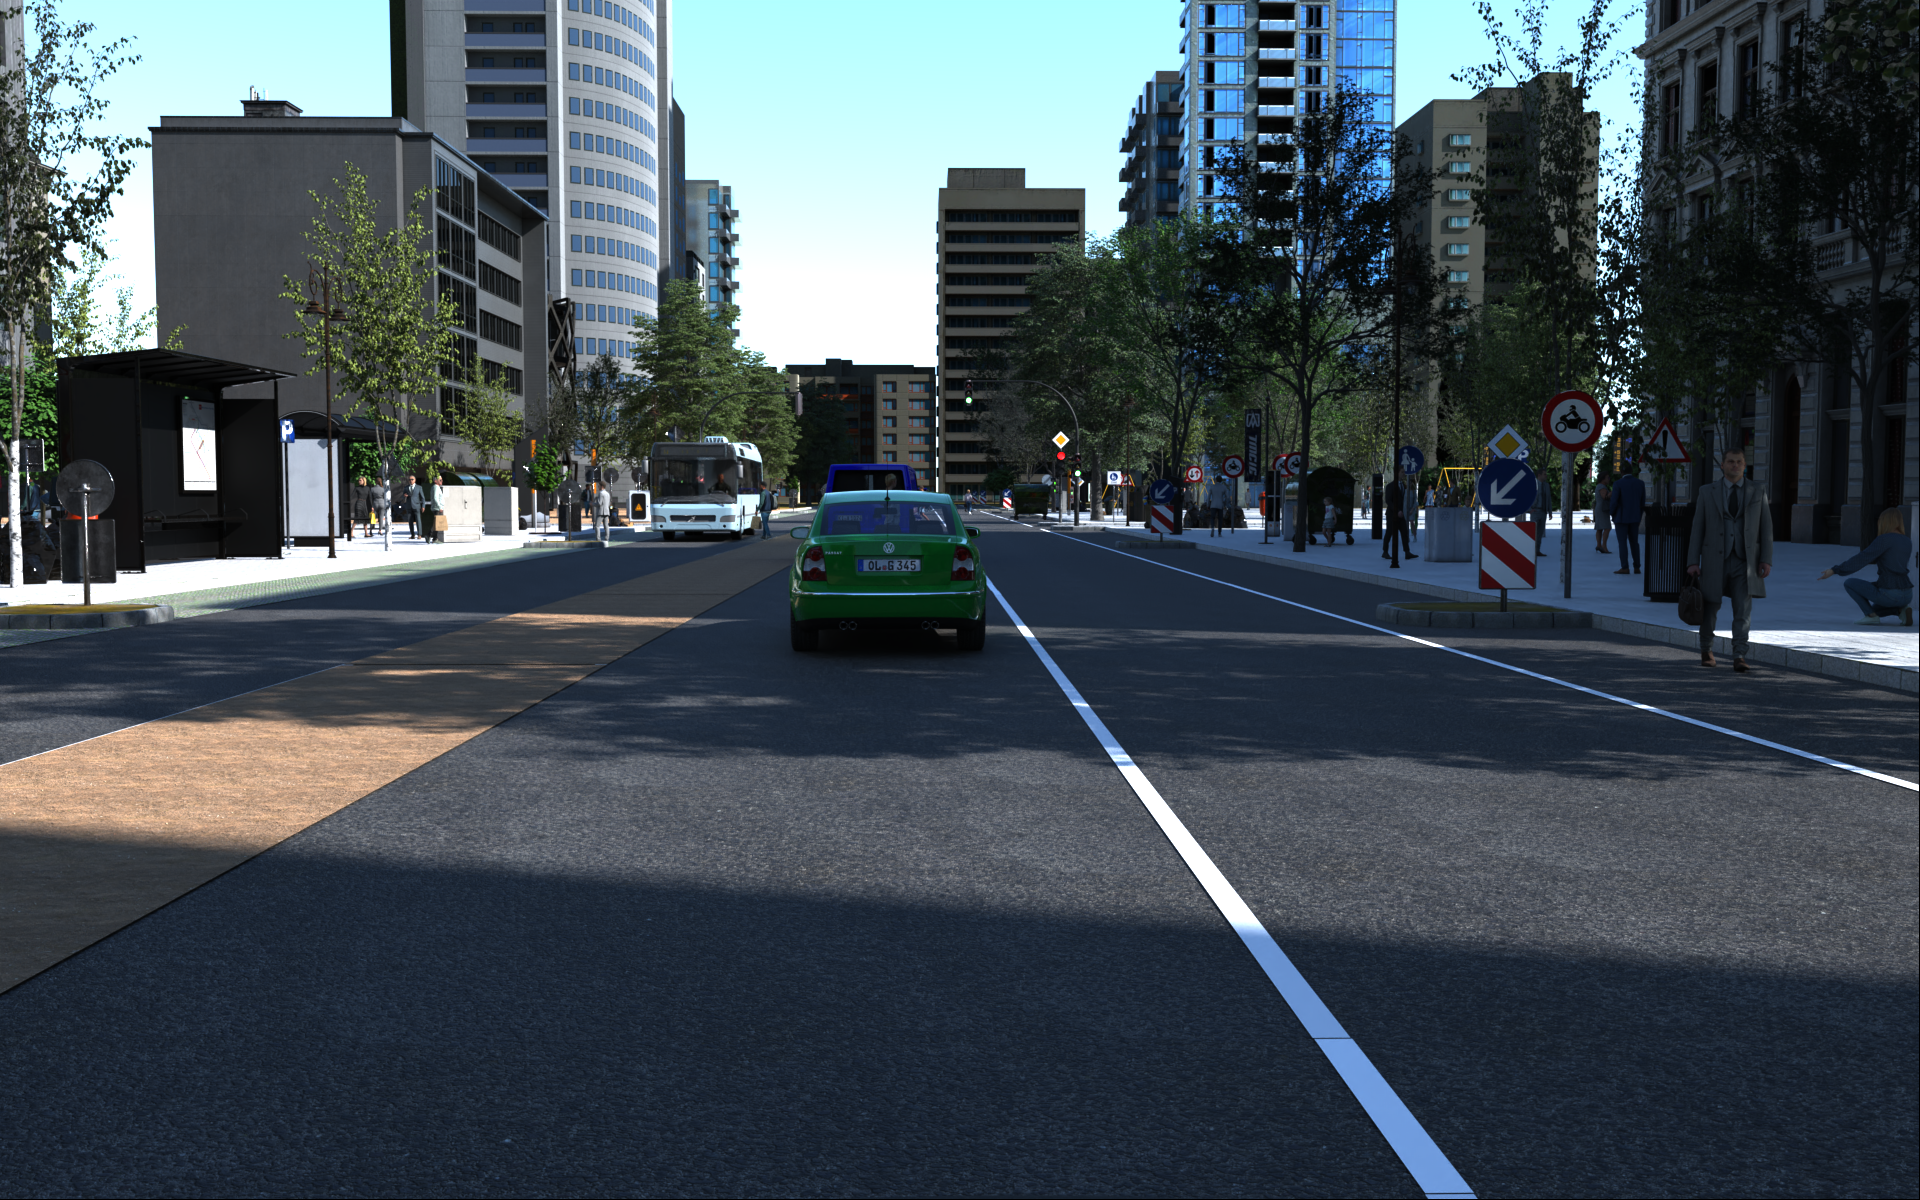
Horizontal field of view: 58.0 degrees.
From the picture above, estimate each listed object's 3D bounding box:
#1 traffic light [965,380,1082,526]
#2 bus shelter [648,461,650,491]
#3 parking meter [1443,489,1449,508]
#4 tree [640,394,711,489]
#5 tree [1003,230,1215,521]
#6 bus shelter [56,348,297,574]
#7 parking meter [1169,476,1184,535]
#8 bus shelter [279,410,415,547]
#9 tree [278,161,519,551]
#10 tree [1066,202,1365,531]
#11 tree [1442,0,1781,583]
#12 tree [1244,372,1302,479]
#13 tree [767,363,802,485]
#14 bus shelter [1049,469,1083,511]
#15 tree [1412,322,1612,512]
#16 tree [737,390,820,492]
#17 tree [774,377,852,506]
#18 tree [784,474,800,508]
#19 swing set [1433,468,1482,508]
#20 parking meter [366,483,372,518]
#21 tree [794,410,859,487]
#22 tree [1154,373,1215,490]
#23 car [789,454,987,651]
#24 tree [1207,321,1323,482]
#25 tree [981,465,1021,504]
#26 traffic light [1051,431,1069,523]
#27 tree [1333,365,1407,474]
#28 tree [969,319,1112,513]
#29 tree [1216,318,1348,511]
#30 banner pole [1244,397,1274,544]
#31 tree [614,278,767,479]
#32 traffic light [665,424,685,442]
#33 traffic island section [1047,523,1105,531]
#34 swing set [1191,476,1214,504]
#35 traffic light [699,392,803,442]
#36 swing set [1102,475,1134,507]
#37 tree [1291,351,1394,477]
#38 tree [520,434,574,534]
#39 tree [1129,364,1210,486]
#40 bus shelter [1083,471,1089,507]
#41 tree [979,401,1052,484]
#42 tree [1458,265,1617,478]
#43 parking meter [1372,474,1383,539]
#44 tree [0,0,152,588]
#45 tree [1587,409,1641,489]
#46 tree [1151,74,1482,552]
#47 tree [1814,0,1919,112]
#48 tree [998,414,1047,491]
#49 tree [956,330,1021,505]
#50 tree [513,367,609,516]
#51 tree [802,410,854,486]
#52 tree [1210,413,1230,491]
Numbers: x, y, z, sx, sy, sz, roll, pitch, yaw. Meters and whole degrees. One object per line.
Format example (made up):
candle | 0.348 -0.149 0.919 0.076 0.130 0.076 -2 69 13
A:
traffic light | 2.559 -5.779 69.157 4.771 5.953 1.251 0 4 -1
bus shelter | -16.642 -6.639 99.837 1.731 3.624 6.357 0 4 -1
parking meter | 22.776 -4.441 81.020 0.372 1.533 0.369 0 3 0
tree | -19.089 -10.304 118.831 4.737 8.622 4.395 0 3 0
tree | 6.712 -10.833 83.771 9.857 13.997 8.962 0 3 0
bus shelter | -13.769 -2.425 30.929 1.731 3.624 6.357 0 4 -1
parking meter | 6.829 -2.991 54.618 0.399 1.863 0.255 2 4 29
bus shelter | -15.833 -3.095 44.532 2.014 3.302 5.546 0 4 -1
tree | -12.841 -5.390 38.484 4.737 8.622 4.395 0 3 0
tree | 7.778 -8.282 61.169 9.928 11.665 9.643 0 3 0
tree | 8.839 -4.532 24.466 4.360 8.622 3.978 0 3 0
tree | 18.363 -9.191 100.635 4.360 8.622 3.978 0 3 0
tree | -16.363 -13.405 137.294 7.486 12.596 7.792 0 3 0
bus shelter | 7.920 -8.433 131.806 2.014 3.302 5.546 0 4 -1
tree | 45.503 -14.089 132.175 18.604 14.587 13.155 -3 5 -42
tree | -16.338 -13.083 148.323 8.767 10.594 7.601 -1 4 -8
tree | -16.591 -17.237 188.480 9.857 13.997 8.962 0 3 0
tree | -15.699 -10.403 164.689 1.663 3.219 1.824 0 3 0
swing set | 30.089 -6.499 103.883 3.119 2.851 2.862 -1 4 -19
parking meter | -25.873 -4.290 75.854 0.399 1.863 0.255 1 4 8
tree | -17.926 -18.909 226.168 9.611 12.733 9.660 0 3 0
tree | 12.269 -9.038 98.137 4.737 8.622 4.395 0 3 0
car | -0.732 -0.514 17.201 1.959 1.807 4.718 0 4 -3
tree | 19.185 -11.636 108.378 7.486 12.596 7.792 0 3 0
tree | 4.343 -14.480 220.460 4.285 4.588 4.351 0 3 0
traffic light | 4.473 -5.407 77.327 0.839 4.253 0.868 0 4 -1
tree | 22.661 -8.832 94.763 4.737 8.622 4.395 0 3 0
tree | 6.308 -12.748 118.795 12.009 13.543 11.850 0 3 0
tree | 22.210 -12.941 118.239 9.857 13.997 8.962 0 3 0
banner pole | 7.699 -3.343 44.680 0.863 3.779 0.401 2 4 34
tree | -14.372 -10.621 91.780 7.486 12.596 7.792 0 3 0
traffic light | -11.308 -4.897 68.979 0.839 4.253 0.868 0 4 -1
traffic island section | 4.689 -2.886 69.459 2.009 0.180 2.903 0 4 -1
swing set | 21.236 -9.374 150.876 2.862 2.851 3.119 -1 4 -11
traffic light | -9.394 -6.261 77.043 4.771 5.953 1.251 0 4 -1
swing set | 13.132 -8.779 141.150 2.862 2.851 3.119 -1 4 -22
tree | 29.702 -13.456 137.013 9.611 12.733 9.660 0 3 0
tree | -13.192 -3.726 55.514 1.663 3.219 1.824 0 3 0
tree | 10.516 -8.717 92.879 4.360 8.622 3.978 0 3 0
bus shelter | 9.139 -8.911 139.612 2.014 3.302 5.546 0 4 -1
tree | 5.426 -14.156 165.864 7.601 10.594 8.767 1 4 15
tree | 28.729 -10.264 85.951 7.486 12.596 7.792 0 3 0
parking meter | 11.825 -2.652 49.066 0.255 1.863 0.399 0 4 5
tree | -13.167 -4.473 23.489 4.360 8.622 3.978 0 3 0
tree | 47.235 -8.982 109.761 11.467 7.101 20.602 -2 4 -35
tree | 7.866 -6.342 38.111 7.601 10.594 8.767 -1 4 -8
tree | 9.122 -6.338 10.284 9.857 13.997 8.962 0 3 0
tree | 5.325 -11.492 138.253 4.360 8.622 3.978 0 3 0
tree | 5.815 -20.907 197.711 12.611 20.169 13.585 0 3 0
tree | -23.256 -9.112 99.349 4.360 8.622 3.978 0 3 0
tree | -16.753 -17.509 212.028 9.928 11.665 9.643 0 3 0
tree | 21.092 -11.682 141.365 4.360 8.622 3.978 0 3 0
